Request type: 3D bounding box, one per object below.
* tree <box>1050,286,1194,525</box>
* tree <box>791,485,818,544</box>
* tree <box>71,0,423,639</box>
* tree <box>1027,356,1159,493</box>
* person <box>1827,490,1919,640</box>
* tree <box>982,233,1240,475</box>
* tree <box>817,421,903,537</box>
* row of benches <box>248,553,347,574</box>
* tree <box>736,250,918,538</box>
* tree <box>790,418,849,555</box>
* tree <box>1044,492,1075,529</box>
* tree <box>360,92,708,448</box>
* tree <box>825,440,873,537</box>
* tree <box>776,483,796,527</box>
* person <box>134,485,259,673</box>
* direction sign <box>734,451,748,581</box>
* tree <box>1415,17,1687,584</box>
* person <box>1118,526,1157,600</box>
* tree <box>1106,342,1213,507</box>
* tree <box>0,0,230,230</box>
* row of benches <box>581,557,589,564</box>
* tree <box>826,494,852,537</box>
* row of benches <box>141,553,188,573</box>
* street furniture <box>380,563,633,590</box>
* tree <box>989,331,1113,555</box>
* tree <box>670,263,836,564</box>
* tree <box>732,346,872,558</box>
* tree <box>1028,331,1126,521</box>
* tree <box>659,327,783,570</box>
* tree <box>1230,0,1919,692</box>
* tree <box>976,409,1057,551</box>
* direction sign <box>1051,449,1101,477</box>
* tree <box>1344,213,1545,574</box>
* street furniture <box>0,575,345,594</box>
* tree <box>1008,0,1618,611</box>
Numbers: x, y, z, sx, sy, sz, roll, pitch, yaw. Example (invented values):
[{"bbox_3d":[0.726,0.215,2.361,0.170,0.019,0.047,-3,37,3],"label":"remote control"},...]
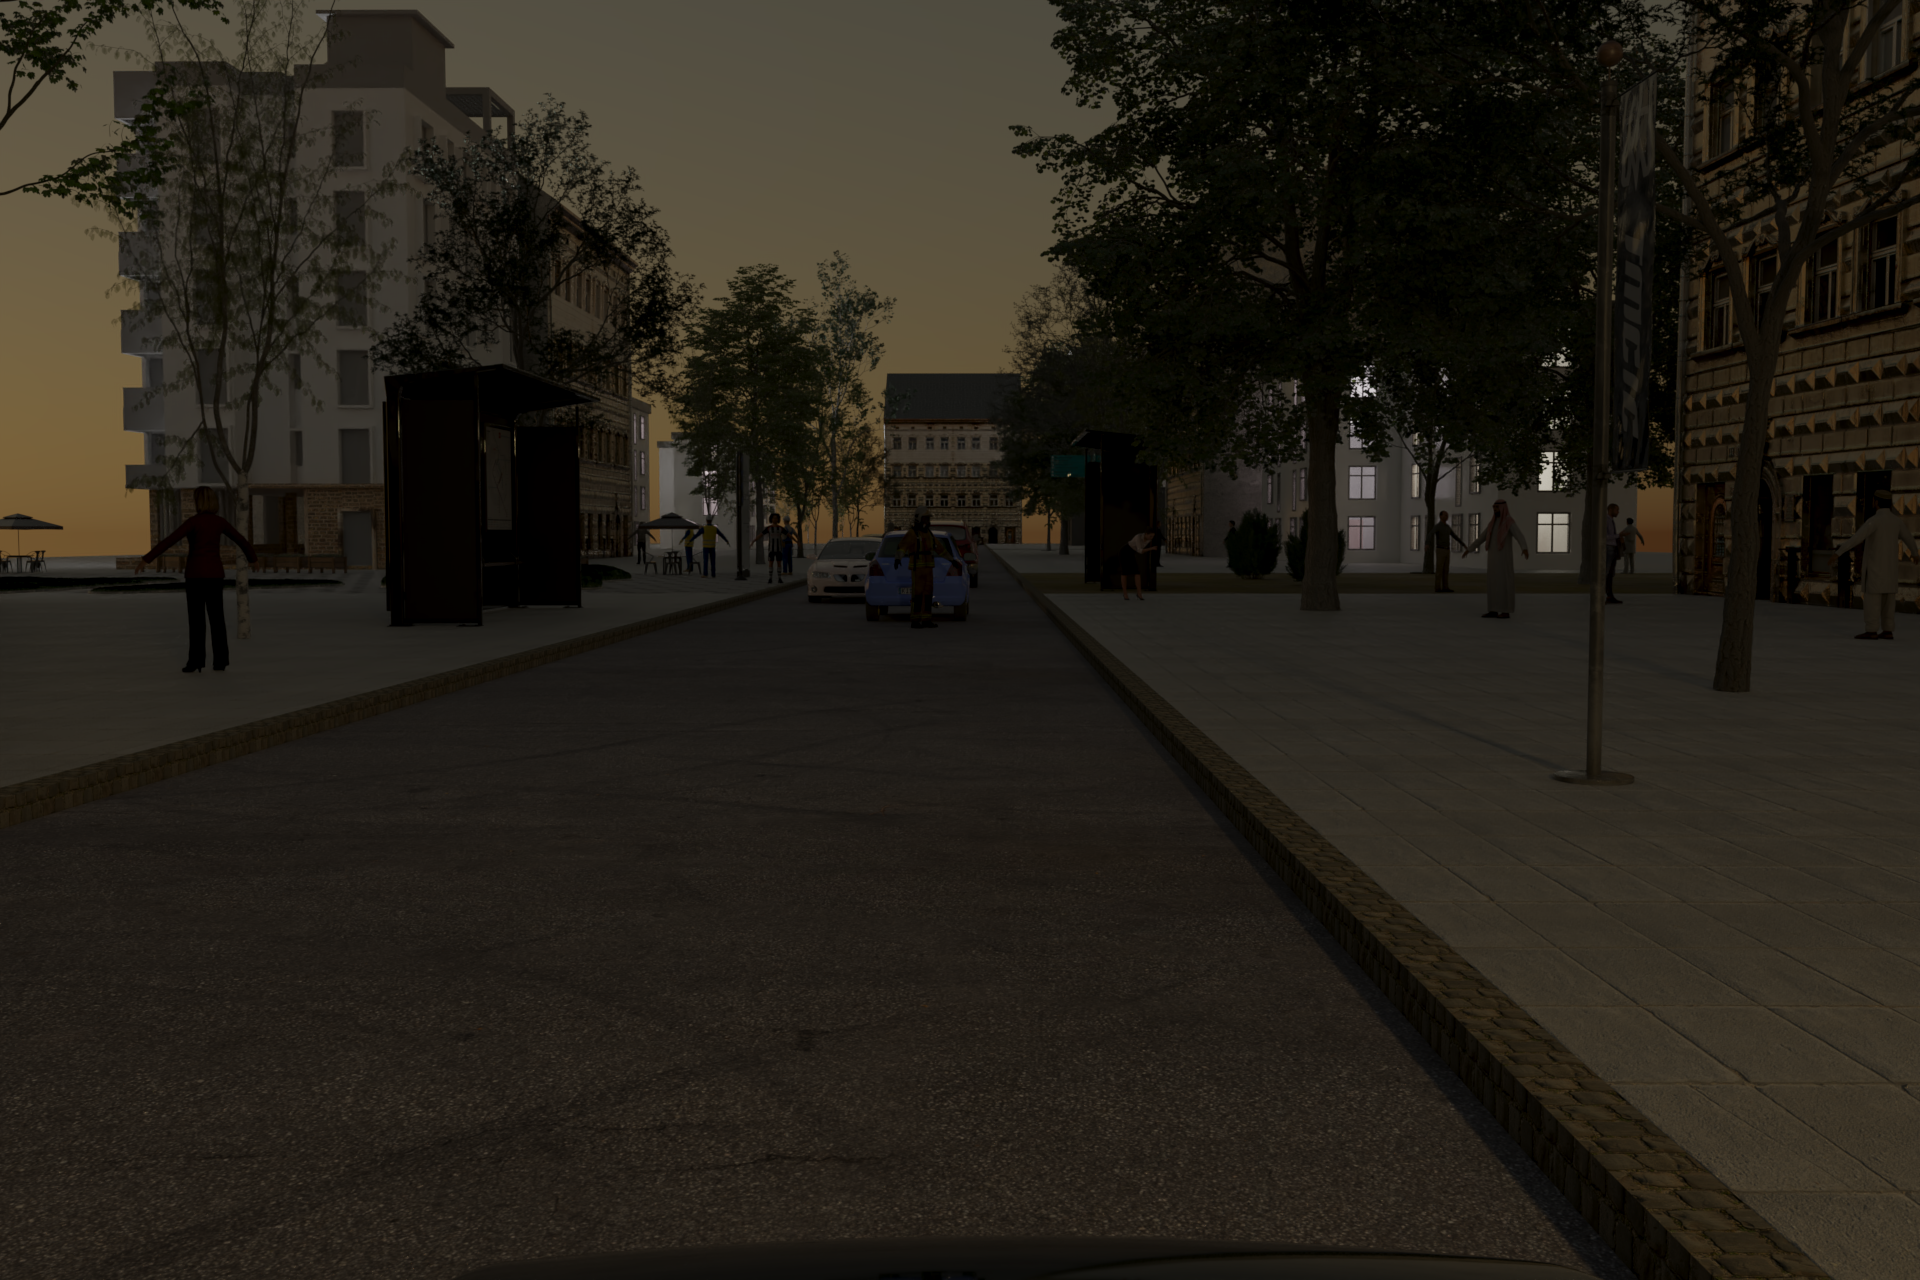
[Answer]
[{"bbox_3d":[4.378,-5.956,47.736,4.360,8.622,3.978,0,3,0],"label":"tree"},{"bbox_3d":[-20.853,-17.415,235.102,4.737,8.622,4.395,0,3,0],"label":"tree"},{"bbox_3d":[-8.799,-4.305,20.748,4.360,8.622,3.978,0,3,0],"label":"tree"},{"bbox_3d":[6.750,-9.223,85.215,7.601,10.594,8.767,-2,4,-32],"label":"tree"},{"bbox_3d":[11.181,-0.917,21.085,1.344,1.819,0.704,-1,4,-17],"label":"person"},{"bbox_3d":[6.119,-9.762,69.983,12.009,13.543,11.850,0,3,0],"label":"tree"},{"bbox_3d":[-8.128,-12.675,141.649,7.601,10.594,8.767,-1,4,-12],"label":"tree"},{"bbox_3d":[-21.897,-2.542,57.017,4.104,0.672,1.422,1,4,22],"label":"row of benches"},{"bbox_3d":[-9.293,-16.052,118.334,12.611,20.169,13.585,0,3,0],"label":"tree"},{"bbox_3d":[-8.707,-9.415,104.295,4.737,8.622,4.395,0,3,0],"label":"tree"},{"bbox_3d":[7.231,-10.300,118.761,4.737,8.622,4.395,0,3,0],"label":"tree"},{"bbox_3d":[-8.650,-6.204,35.854,8.767,10.594,7.601,2,4,32],"label":"tree"},{"bbox_3d":[-8.510,-11.227,133.921,4.737,8.622,4.395,0,3,0],"label":"tree"},{"bbox_3d":[-22.604,-17.084,229.679,4.360,8.622,3.978,0,3,0],"label":"tree"},{"bbox_3d":[-7.076,-0.571,16.145,0.721,1.729,1.215,3,4,36],"label":"person"},{"bbox_3d":[-6.064,-3.416,47.853,0.379,3.537,0.876,0,4,1],"label":"direction sign"},{"bbox_3d":[16.294,-8.407,44.105,9.857,13.997,8.962,0,3,0],"label":"tree"},{"bbox_3d":[3.448,-1.482,33.469,0.799,1.438,0.628,1,4,13],"label":"person"},{"bbox_3d":[6.785,-6.673,59.467,4.737,8.622,4.395,0,3,0],"label":"tree"},{"bbox_3d":[-9.109,-5.390,13.890,9.928,11.665,9.643,0,3,0],"label":"tree"},{"bbox_3d":[-12.376,-2.229,51.904,1.422,0.672,4.104,1,4,19],"label":"row of benches"},{"bbox_3d":[-15.819,-17.071,229.477,4.737,8.622,4.395,0,3,0],"label":"tree"},{"bbox_3d":[-25.790,-2.552,57.184,4.104,0.672,1.422,3,4,38],"label":"row of benches"},{"bbox_3d":[-11.359,-1.769,44.548,5.734,0.657,10.072,0,4,-2],"label":"street furniture"},{"bbox_3d":[6.388,-12.273,107.322,9.857,13.997,8.962,0,3,0],"label":"tree"},{"bbox_3d":[-8.744,-9.474,73.028,7.486,12.596,7.792,0,3,0],"label":"tree"},{"bbox_3d":[-8.474,-10.197,92.474,9.928,11.665,9.643,0,3,0],"label":"tree"},{"bbox_3d":[7.482,-10.852,95.556,7.486,12.596,7.792,0,3,0],"label":"tree"},{"bbox_3d":[-9.092,-6.803,61.590,4.360,8.622,3.978,0,3,0],"label":"tree"},{"bbox_3d":[6.191,-4.839,13.526,8.767,10.594,7.601,1,4,17],"label":"tree"},{"bbox_3d":[6.826,-13.520,131.428,12.009,13.543,11.850,0,3,0],"label":"tree"},{"bbox_3d":[3.988,-3.851,51.727,2.525,3.948,1.411,0,4,1],"label":"direction sign"},{"bbox_3d":[15.186,-7.933,55.466,9.928,11.665,9.643,0,3,0],"label":"tree"},{"bbox_3d":[-30.043,-2.340,43.290,27.439,1.986,14.083,2,4,25],"label":"street furniture"},{"bbox_3d":[5.967,-7.471,28.807,9.857,13.997,8.962,0,3,0],"label":"tree"}]
